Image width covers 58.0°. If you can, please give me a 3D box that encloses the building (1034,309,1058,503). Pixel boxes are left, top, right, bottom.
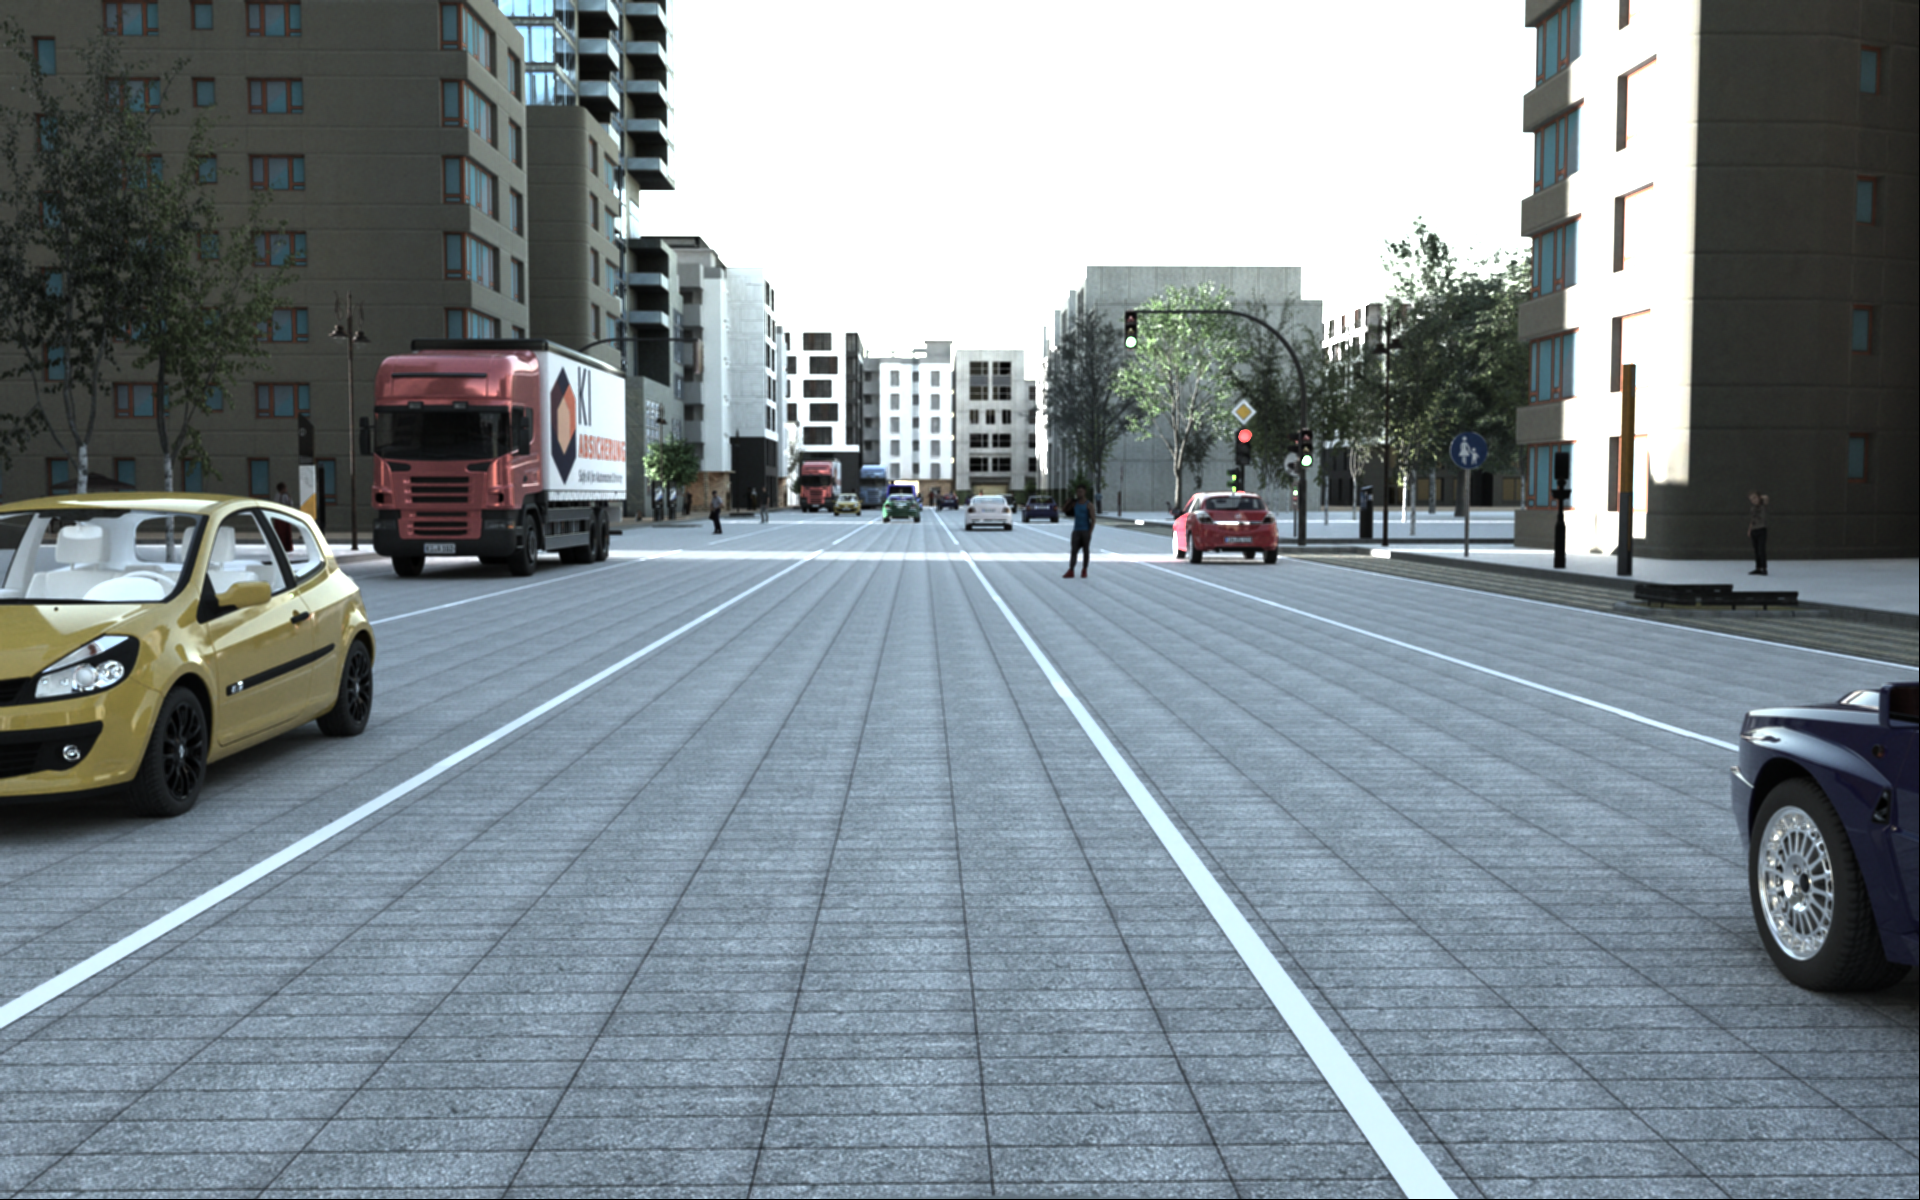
[{"bbox_3d":[17.127,-18.833,174.383,16.747,18.905,31.486,0,4,-1],"label":"building"}]

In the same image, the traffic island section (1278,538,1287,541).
[{"bbox_3d":[8.345,-1.763,51.103,2.009,0.180,2.903,0,4,-1],"label":"traffic island section"}]

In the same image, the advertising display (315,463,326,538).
[{"bbox_3d":[-13.301,-1.885,36.032,0.123,1.923,0.974,-2,4,-23],"label":"advertising display"}]

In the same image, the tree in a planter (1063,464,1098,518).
[{"bbox_3d":[7.168,-6.481,103.179,1.991,3.239,1.994,0,4,-1],"label":"tree in a planter"}]

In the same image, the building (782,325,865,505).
[{"bbox_3d":[-28.870,-23.194,223.201,32.646,21.610,27.936,0,4,-1],"label":"building"}]

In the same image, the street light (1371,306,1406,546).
[{"bbox_3d":[10.523,-4.275,42.686,0.468,5.910,1.993,0,4,-1],"label":"street light"}]

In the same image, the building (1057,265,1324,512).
[{"bbox_3d":[17.867,-16.888,142.575,16.747,18.905,31.486,0,4,-1],"label":"building"}]

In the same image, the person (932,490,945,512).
[{"bbox_3d":[-1.768,-7.998,139.978,1.217,1.736,0.721,-2,4,-28],"label":"person"}]

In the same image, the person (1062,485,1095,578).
[{"bbox_3d":[2.012,-1.188,29.794,0.647,1.594,0.662,1,4,23],"label":"person"}]

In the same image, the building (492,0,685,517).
[{"bbox_3d":[-28.783,-48.614,107.512,22.319,86.520,31.000,0,4,-1],"label":"building"}]

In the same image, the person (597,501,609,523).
[{"bbox_3d":[-14.301,-3.824,69.273,0.576,1.737,0.504,0,4,1],"label":"person"}]

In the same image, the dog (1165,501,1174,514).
[{"bbox_3d":[13.653,-5.941,111.507,0.513,0.831,0.800,-2,4,-30],"label":"dog"}]

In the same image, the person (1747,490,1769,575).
[{"bbox_3d":[12.698,-1.075,27.525,0.340,1.345,0.435,-2,4,-32],"label":"person"}]

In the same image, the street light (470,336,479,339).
[{"bbox_3d":[-14.043,-4.766,50.717,0.468,5.910,1.993,0,4,-1],"label":"street light"}]

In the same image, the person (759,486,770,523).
[{"bbox_3d":[-9.587,-4.651,84.673,0.434,1.807,0.598,-2,4,-32],"label":"person"}]

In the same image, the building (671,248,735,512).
[{"bbox_3d":[-25.431,-16.812,131.290,16.016,20.091,11.380,0,4,-1],"label":"building"}]

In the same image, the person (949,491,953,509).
[{"bbox_3d":[-0.850,-9.416,163.125,0.621,1.740,0.551,-1,4,-8],"label":"person"}]

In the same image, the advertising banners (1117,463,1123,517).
[{"bbox_3d":[9.078,-6.241,98.222,0.090,3.025,2.074,0,4,0],"label":"advertising banners"}]

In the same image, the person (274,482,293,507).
[{"bbox_3d":[-14.196,-1.698,36.267,0.523,1.526,0.387,3,4,37],"label":"person"}]

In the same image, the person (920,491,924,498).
[{"bbox_3d":[-4.550,-11.715,200.823,0.721,1.735,1.217,-3,4,-37],"label":"person"}]

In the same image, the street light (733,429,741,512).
[{"bbox_3d":[-15.702,-9.146,122.322,0.468,5.910,1.993,0,4,-1],"label":"street light"}]

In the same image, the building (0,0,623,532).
[{"bbox_3d":[-30.410,-13.855,71.571,27.650,21.520,28.899,0,4,-1],"label":"building"}]

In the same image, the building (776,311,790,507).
[{"bbox_3d":[-25.440,-19.509,175.384,16.016,20.091,11.380,0,4,-1],"label":"building"}]

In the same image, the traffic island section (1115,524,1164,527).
[{"bbox_3d":[7.790,-3.235,75.761,1.991,0.108,1.994,0,4,-1],"label":"traffic island section"}]

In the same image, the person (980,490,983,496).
[{"bbox_3d":[2.225,-10.334,177.406,0.705,1.831,1.348,-1,4,-15],"label":"person"}]

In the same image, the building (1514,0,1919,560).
[{"bbox_3d":[27.749,-11.176,27.766,27.650,21.520,28.899,0,4,-1],"label":"building"}]

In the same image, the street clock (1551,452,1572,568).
[{"bbox_3d":[10.408,-1.555,29.997,0.358,2.002,0.471,1,4,21],"label":"street clock"}]

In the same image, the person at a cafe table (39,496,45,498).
[{"bbox_3d":[-26.709,-2.482,51.434,1.726,1.238,1.698,-2,4,-27],"label":"person at a cafe table"}]

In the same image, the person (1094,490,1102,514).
[{"bbox_3d":[8.782,-6.219,109.930,0.429,1.552,0.499,-2,4,-33],"label":"person"}]

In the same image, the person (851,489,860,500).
[{"bbox_3d":[-8.503,-7.900,137.661,1.348,1.824,0.705,-2,4,-35],"label":"person"}]

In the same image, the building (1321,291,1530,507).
[{"bbox_3d":[57.814,-21.085,188.718,32.646,21.610,27.936,0,4,-1],"label":"building"}]

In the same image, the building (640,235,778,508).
[{"bbox_3d":[-31.425,-18.915,153.227,27.936,21.610,32.646,0,4,-1],"label":"building"}]

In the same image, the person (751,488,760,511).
[{"bbox_3d":[-15.925,-7.828,134.767,0.721,1.736,1.217,2,4,26],"label":"person"}]

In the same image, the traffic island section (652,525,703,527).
[{"bbox_3d":[-12.243,-3.207,75.305,1.991,0.108,1.994,0,4,-1],"label":"traffic island section"}]

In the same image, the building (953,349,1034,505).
[{"bbox_3d":[15.041,-21.600,219.620,31.486,18.905,16.747,0,4,-1],"label":"building"}]

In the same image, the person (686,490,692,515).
[{"bbox_3d":[-16.898,-6.093,107.934,0.482,1.546,0.388,-2,4,-27],"label":"person"}]

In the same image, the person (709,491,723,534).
[{"bbox_3d":[-8.751,-3.157,62.335,0.590,1.554,0.614,-3,5,-44],"label":"person"}]

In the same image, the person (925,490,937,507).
[{"bbox_3d":[-3.136,-11.157,190.876,1.348,1.831,0.705,-1,4,-15],"label":"person"}]

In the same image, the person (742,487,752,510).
[{"bbox_3d":[-16.663,-8.003,136.920,0.705,1.821,1.348,3,5,42],"label":"person"}]

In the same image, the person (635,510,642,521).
[{"bbox_3d":[-15.044,-3.948,81.063,0.357,0.543,0.381,-1,4,-11],"label":"person"}]

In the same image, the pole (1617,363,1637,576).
[{"bbox_3d":[10.469,-2.039,27.182,0.158,3.312,0.155,0,3,0],"label":"pole"}]

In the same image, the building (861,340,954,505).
[{"bbox_3d":[-6.614,-22.164,218.808,11.380,20.091,16.016,0,4,-1],"label":"building"}]

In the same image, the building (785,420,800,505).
[{"bbox_3d":[-32.510,-15.562,196.592,28.070,9.664,9.099,0,4,-1],"label":"building"}]

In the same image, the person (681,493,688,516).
[{"bbox_3d":[-16.443,-5.707,103.260,0.340,1.345,0.435,1,4,9],"label":"person"}]

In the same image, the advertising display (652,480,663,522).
[{"bbox_3d":[-14.190,-4.650,81.234,0.123,1.923,0.974,1,4,15],"label":"advertising display"}]

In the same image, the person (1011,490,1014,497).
[{"bbox_3d":[5.195,-10.098,173.561,0.705,1.831,1.348,-1,4,-14],"label":"person"}]

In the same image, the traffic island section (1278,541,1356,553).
[{"bbox_3d":[8.524,-1.275,43.120,2.009,0.180,2.903,0,4,-1],"label":"traffic island section"}]

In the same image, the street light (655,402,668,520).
[{"bbox_3d":[-14.924,-6.966,86.676,0.468,5.910,1.993,0,4,-1],"label":"street light"}]

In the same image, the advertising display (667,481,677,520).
[{"bbox_3d":[-14.466,-4.999,86.955,0.123,1.923,0.974,1,4,13],"label":"advertising display"}]
